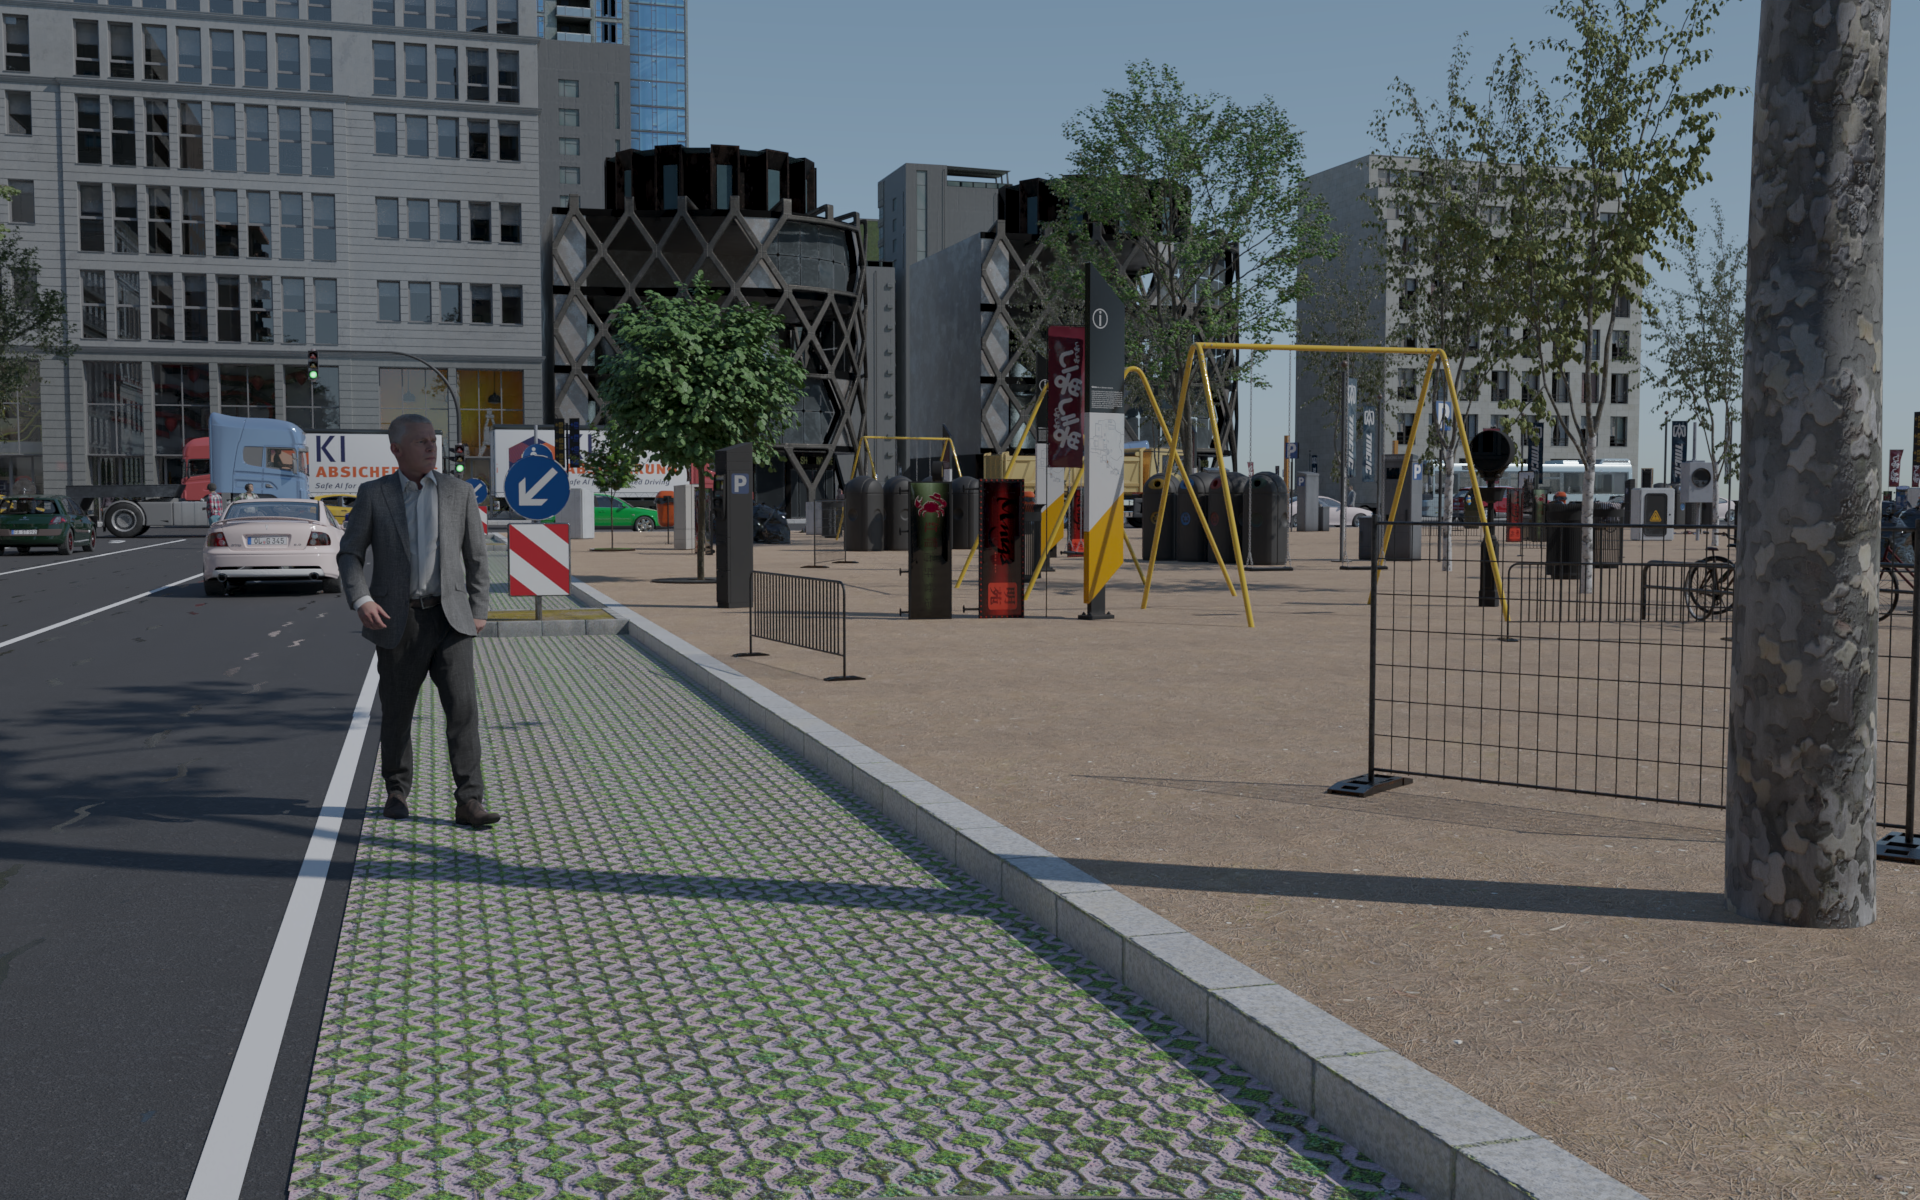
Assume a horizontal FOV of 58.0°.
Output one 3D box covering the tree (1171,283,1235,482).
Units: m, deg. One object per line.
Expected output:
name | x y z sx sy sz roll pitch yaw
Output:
tree | 7.097 -6.706 60.011 4.360 8.622 3.978 0 3 0

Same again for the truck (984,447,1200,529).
truck | 5.983 -4.689 72.590 9.791 3.379 3.469 -1 4 -18

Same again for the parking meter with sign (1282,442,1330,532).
parking meter with sign | 11.874 -3.836 58.986 1.738 3.016 0.543 -3 4 -36

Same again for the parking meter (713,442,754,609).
parking meter | -2.553 -0.844 19.518 0.399 1.863 0.255 -3 4 -38

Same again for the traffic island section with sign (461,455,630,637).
traffic island section with sign | -4.581 -0.584 18.182 1.989 1.847 2.006 -1 4 -17

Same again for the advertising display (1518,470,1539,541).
advertising display | 15.548 -2.583 47.442 0.123 1.923 0.974 -1 4 -9

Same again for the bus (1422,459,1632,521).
bus | 28.124 -5.748 88.840 13.247 3.499 2.948 -1 4 -18

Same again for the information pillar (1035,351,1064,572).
information pillar | 1.464 -2.274 28.528 0.504 3.616 0.183 -1 4 -16

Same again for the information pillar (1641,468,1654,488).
information pillar | 19.453 -2.726 49.069 0.304 2.012 0.304 2 4 28

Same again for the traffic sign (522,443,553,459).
traffic sign | -10.656 -2.669 43.741 0.768 2.556 0.104 -1 4 -15

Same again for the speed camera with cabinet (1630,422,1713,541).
speed camera with cabinet | 19.512 -3.248 47.447 2.038 3.252 0.660 0 4 -3

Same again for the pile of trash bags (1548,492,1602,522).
pile of trash bags | 23.649 -3.503 67.027 1.912 1.369 3.447 0 4 1

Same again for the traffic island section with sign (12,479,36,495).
traffic island section with sign | -28.419 -2.705 52.366 2.006 1.907 1.989 -1 4 -17

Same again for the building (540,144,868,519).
building | -13.632 -13.793 92.971 16.811 18.784 16.820 -1 4 -17

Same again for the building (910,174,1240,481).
building | 7.340 -14.284 100.996 16.811 18.784 16.820 -1 4 -17

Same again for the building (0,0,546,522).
building | -35.930 -18.770 84.380 29.804 29.767 11.434 -1 4 -17

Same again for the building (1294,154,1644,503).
building | 30.083 -15.199 103.263 16.860 20.320 10.420 -1 4 -17

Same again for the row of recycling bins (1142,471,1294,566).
row of recycling bins | 4.762 -1.556 32.553 1.069 1.692 3.534 -3 4 -36

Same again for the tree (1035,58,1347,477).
tree | 5.470 -7.140 42.499 9.928 11.665 9.643 0 3 0

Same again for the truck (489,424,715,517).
truck | -13.707 -5.094 72.208 11.283 4.237 2.839 -1 4 -18

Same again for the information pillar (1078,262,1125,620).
information pillar | 1.464 -1.612 17.715 0.504 3.616 0.183 -3 4 -37

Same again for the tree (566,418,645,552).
tree | -7.776 -2.713 38.955 1.663 3.219 1.824 0 3 0

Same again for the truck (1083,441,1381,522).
truck | 14.610 -6.104 89.566 18.799 4.110 2.967 -1 4 -17

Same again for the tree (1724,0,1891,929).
tree | 3.554 -9.034 3.592 12.611 20.169 13.585 0 3 0

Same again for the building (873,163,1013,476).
building | -1.939 -32.683 217.961 14.086 41.232 14.154 -1 4 -17

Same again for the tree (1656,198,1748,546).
tree | 18.379 -5.626 42.343 4.360 8.622 3.978 0 3 0

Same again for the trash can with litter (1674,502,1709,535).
trash can with litter | 23.061 -2.717 55.476 2.233 1.210 1.678 0 4 -1

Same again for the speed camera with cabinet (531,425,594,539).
speed camera with cabinet | -11.430 -3.371 49.454 2.038 3.252 0.660 2 4 27

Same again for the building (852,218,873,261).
building | -18.437 -35.097 257.434 14.086 41.232 14.154 -1 4 -17

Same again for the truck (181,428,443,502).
truck | -28.288 -5.269 75.055 11.283 4.237 2.839 -1 4 -18

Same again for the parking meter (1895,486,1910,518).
parking meter | 28.013 -2.635 51.497 0.372 1.533 0.369 0 3 0

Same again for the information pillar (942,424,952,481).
information pillar | -0.436 -4.057 57.686 0.183 3.616 0.504 -2 4 -32

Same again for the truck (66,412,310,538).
truck | -30.352 -4.056 56.070 18.799 4.110 2.967 -1 4 -19

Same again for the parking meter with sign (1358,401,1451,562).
parking meter with sign | 8.480 -2.261 33.227 0.543 3.016 1.738 -3 5 -44

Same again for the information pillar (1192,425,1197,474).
information pillar | 7.383 -3.903 55.162 0.183 3.616 0.504 -1 4 -19

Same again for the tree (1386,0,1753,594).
tree | 7.981 -4.401 22.312 4.737 8.622 4.395 0 3 0

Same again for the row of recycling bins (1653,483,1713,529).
row of recycling bins | 26.403 -3.442 63.386 3.534 1.692 1.069 -2 4 -33

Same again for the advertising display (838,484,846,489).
advertising display | -7.478 -6.583 112.840 0.974 1.923 0.123 -1 4 -22

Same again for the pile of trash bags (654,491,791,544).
pile of trash bags | -6.158 -2.141 44.755 3.447 1.369 1.912 -1 4 -16

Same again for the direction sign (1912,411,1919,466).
direction sign | 26.325 -3.382 47.295 0.379 3.537 0.876 -1 4 -10

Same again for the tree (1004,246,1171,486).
tree | 3.155 -6.124 50.486 4.360 8.622 3.978 0 3 0

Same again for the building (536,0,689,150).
building | -39.803 -53.128 181.317 22.319 86.520 31.000 -1 4 -17

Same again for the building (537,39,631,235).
building | -37.822 -29.113 159.590 14.154 41.232 14.086 -1 4 -17

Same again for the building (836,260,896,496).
building | -16.376 -27.013 213.356 14.107 30.474 14.160 -1 4 -17

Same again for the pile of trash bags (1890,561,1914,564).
pile of trash bags | 16.243 -1.358 31.964 1.912 1.369 3.447 -2 4 -24

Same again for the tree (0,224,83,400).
tree | -25.455 -6.394 41.419 8.767 10.594 7.601 -1 4 -17

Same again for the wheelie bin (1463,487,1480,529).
wheelie bin | 18.970 -3.436 64.093 0.693 1.594 0.980 1 4 18

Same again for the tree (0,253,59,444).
tree | -26.967 -5.782 47.363 4.360 8.622 3.978 0 3 0

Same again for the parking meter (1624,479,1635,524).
parking meter | 25.755 -3.726 66.623 0.255 1.863 0.399 0 4 -6

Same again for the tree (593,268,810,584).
tree | -3.797 -2.538 25.203 4.285 4.588 4.351 0 3 0

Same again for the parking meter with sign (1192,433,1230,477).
parking meter with sign | 7.431 -3.293 50.108 1.738 3.016 0.543 0 4 -7

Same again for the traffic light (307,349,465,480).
traffic light | -18.102 -4.913 54.996 4.771 5.953 1.251 -1 4 -17

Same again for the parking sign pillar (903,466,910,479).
parking sign pillar | -4.561 -10.204 155.306 1.447 3.967 1.447 -3 4 -38

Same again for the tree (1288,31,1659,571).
tree | 8.342 -4.790 28.684 4.360 8.622 3.978 0 3 0

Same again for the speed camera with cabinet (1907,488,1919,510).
speed camera with cabinet | 25.097 -3.061 44.390 2.038 3.252 0.660 -2 4 -34

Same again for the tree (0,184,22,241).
tree | -22.689 -6.923 33.779 7.486 12.596 7.792 0 3 0

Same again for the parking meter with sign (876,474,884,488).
parking meter with sign | -6.774 -9.341 148.980 0.543 3.016 1.738 -3 5 -43

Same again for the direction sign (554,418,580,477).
direction sign | -11.732 -3.657 51.793 0.876 3.537 0.379 1 4 22

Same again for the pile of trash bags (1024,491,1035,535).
pile of trash bags | 2.336 -2.758 54.839 1.912 1.369 3.447 0 4 8

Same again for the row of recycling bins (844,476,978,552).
row of recycling bins | -0.983 -1.985 39.573 3.534 1.692 1.069 -2 4 -32
